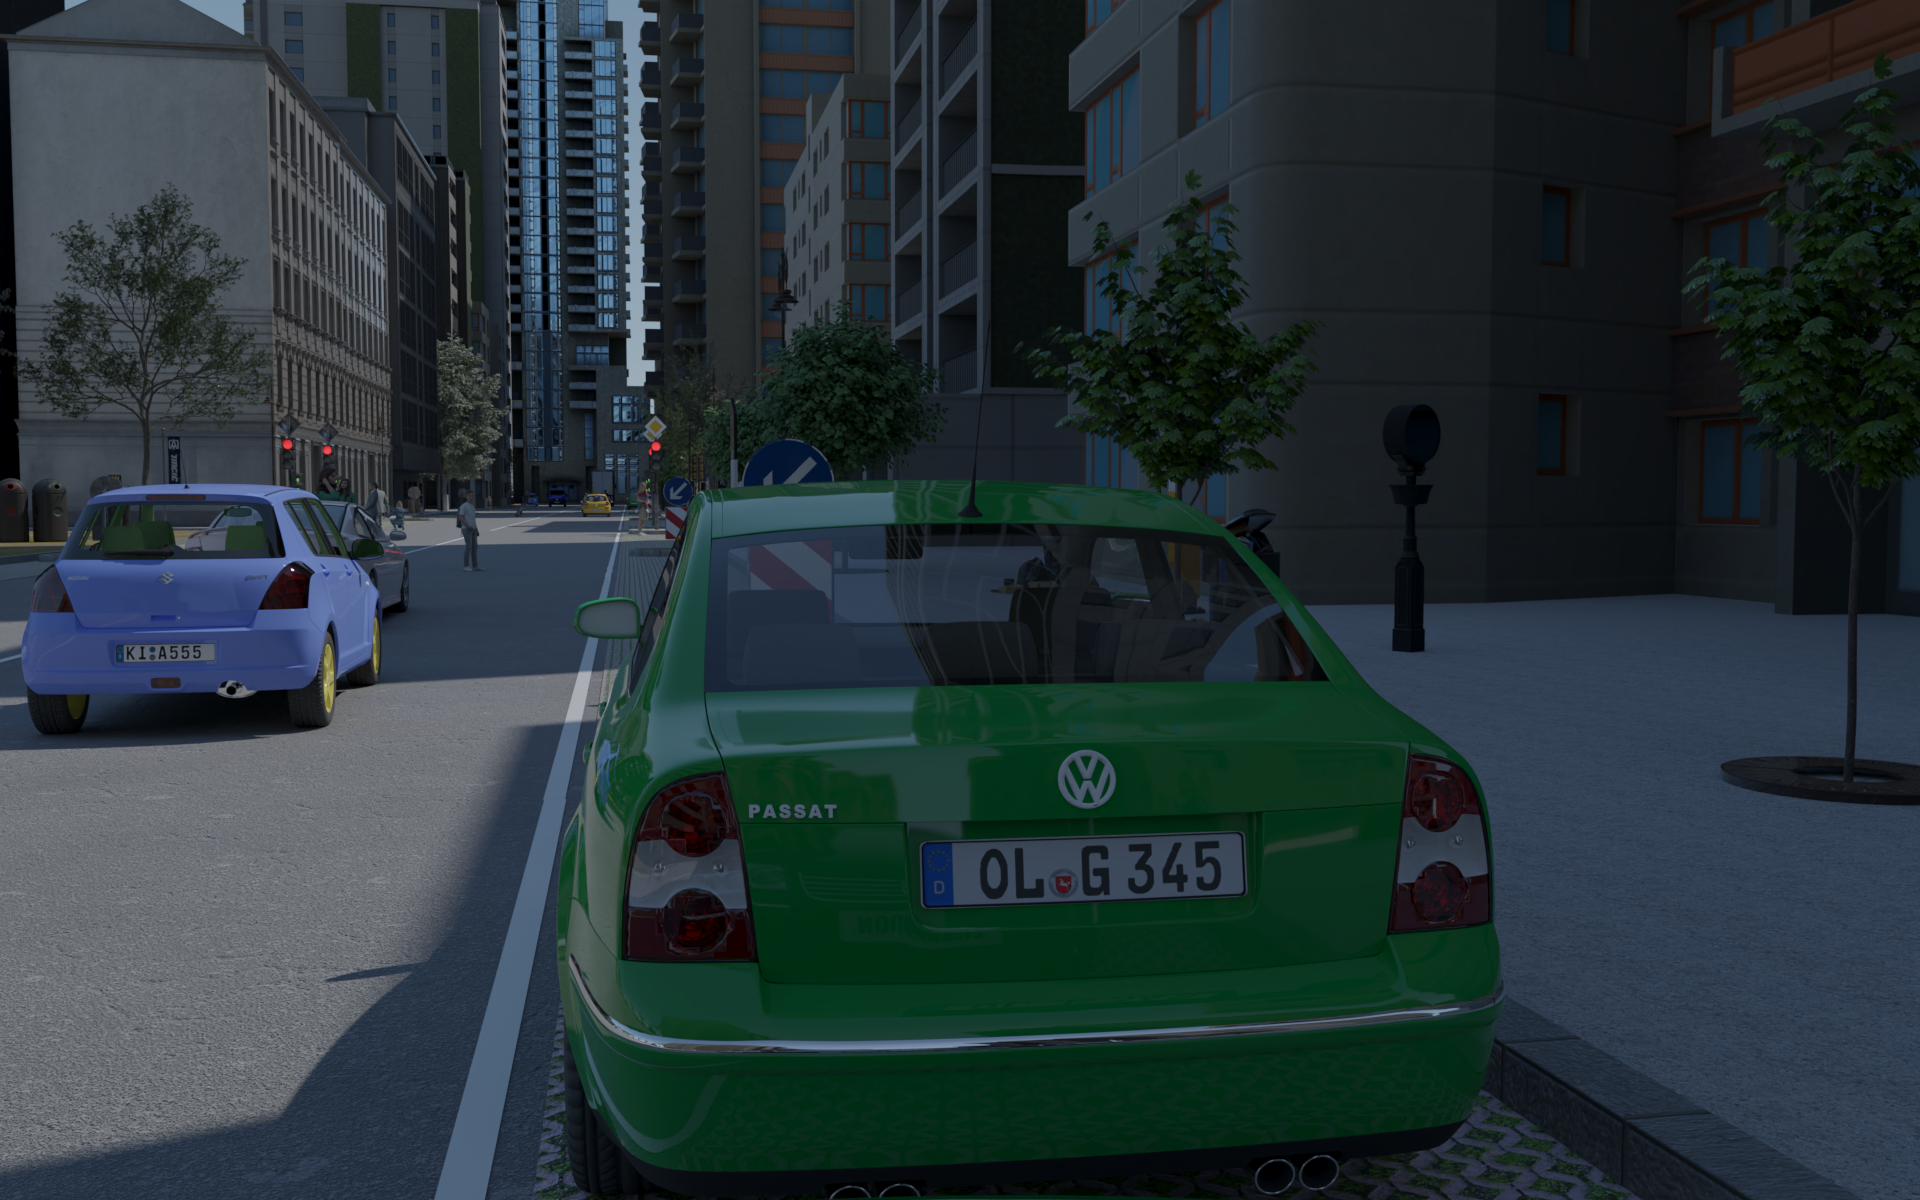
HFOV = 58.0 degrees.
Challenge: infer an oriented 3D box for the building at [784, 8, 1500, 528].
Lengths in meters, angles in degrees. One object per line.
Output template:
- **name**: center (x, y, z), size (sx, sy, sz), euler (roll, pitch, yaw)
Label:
- **building**: center (6.829, -14.840, 87.670), size (28.899, 21.520, 27.650), euler (-1, 4, -11)

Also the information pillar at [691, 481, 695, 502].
- **information pillar**: center (-14.566, -5.484, 94.159), size (0.304, 2.012, 0.304), euler (-1, 4, -12)

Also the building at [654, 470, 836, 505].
- **building**: center (-26.742, -47.136, 208.930), size (20.563, 71.187, 20.611), euler (-1, 4, -11)

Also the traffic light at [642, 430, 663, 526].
- **traffic light**: center (-12.412, -4.954, 69.922), size (0.839, 4.253, 0.868), euler (-1, 4, -11)

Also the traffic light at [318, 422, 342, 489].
- **traffic light**: center (-24.599, -4.811, 67.580), size (0.839, 4.253, 0.868), euler (-1, 4, -11)

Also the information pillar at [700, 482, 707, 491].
- **information pillar**: center (-15.148, -5.980, 102.266), size (0.304, 2.012, 0.304), euler (1, 4, 10)

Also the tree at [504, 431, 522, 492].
- **tree**: center (-49.635, -14.523, 187.815), size (4.360, 8.622, 3.978), euler (0, 3, 0)

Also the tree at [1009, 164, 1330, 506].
- **tree**: center (1.408, -0.954, 10.206), size (1.663, 3.219, 1.824), euler (0, 3, 0)

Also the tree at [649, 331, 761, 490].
- **tree**: center (-11.134, -7.799, 77.870), size (4.360, 8.622, 3.978), euler (0, 3, 0)

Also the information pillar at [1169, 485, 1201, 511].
- **information pillar**: center (2.402, -1.654, 18.403), size (0.183, 3.616, 0.504), euler (3, 5, 43)

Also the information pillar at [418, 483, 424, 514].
- **information pillar**: center (-34.217, -6.448, 109.918), size (0.304, 2.012, 0.304), euler (-1, 4, -18)

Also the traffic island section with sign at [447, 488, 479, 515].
- **traffic island section with sign**: center (-34.172, -6.760, 119.151), size (1.989, 1.847, 2.006), euler (-1, 4, -11)

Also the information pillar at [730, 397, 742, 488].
- **information pillar**: center (-5.458, -3.088, 41.840), size (0.183, 3.616, 0.504), euler (-1, 4, -17)

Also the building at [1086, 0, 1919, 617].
- **building**: center (18.065, -10.481, 16.407), size (27.650, 21.520, 28.899), euler (-1, 4, -11)

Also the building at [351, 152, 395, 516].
- **building**: center (-36.684, -14.922, 93.126), size (9.793, 20.994, 18.267), euler (-1, 4, -11)

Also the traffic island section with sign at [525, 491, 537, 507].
- **traffic island section with sign**: center (-48.600, -11.366, 194.457), size (1.989, 1.847, 2.006), euler (-1, 4, -11)

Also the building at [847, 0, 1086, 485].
- **building**: center (7.538, -37.181, 46.168), size (20.563, 71.187, 20.611), euler (-1, 4, -11)

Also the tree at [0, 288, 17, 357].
- **tree**: center (-23.991, -5.462, 39.671), size (4.360, 8.622, 3.978), euler (0, 3, 0)

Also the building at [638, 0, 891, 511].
- **building**: center (-12.923, -29.144, 131.135), size (22.147, 44.769, 28.867), euler (-1, 4, -11)

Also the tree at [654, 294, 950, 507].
- **tree**: center (-1.974, -2.734, 28.413), size (4.285, 4.588, 4.351), euler (0, 3, 0)

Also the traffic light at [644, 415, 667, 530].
- **traffic light**: center (-10.909, -4.475, 62.079), size (0.839, 4.253, 0.868), euler (-1, 4, -11)

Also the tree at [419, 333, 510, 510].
- **tree**: center (-40.566, -14.000, 135.558), size (9.857, 13.997, 8.962), euler (0, 3, 0)

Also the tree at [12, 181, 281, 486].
- **tree**: center (-23.762, -7.127, 50.933), size (7.601, 10.594, 8.767), euler (-3, 5, -40)

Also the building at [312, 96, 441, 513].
- **building**: center (-42.707, -19.563, 113.362), size (14.314, 27.812, 24.014), euler (-1, 4, -11)

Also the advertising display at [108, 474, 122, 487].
- **advertising display**: center (-27.973, -3.190, 57.366), size (0.123, 1.923, 0.974), euler (-1, 4, -8)

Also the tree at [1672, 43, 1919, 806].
- **tree**: center (4.046, -0.788, 7.491), size (1.663, 3.219, 1.824), euler (0, 3, 0)

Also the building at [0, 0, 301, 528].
- **building**: center (-33.043, -13.829, 75.258), size (9.793, 20.994, 18.267), euler (-1, 4, -11)

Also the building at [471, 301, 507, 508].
- **building**: center (-59.161, -19.706, 167.226), size (27.650, 21.520, 28.899), euler (-1, 4, -11)

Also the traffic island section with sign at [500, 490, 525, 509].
- **traffic island section with sign**: center (-43.522, -9.746, 167.982), size (1.989, 1.847, 2.006), euler (-1, 4, -11)

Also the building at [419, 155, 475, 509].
- **building**: center (-49.102, -22.924, 146.503), size (14.160, 30.474, 14.107), euler (-1, 4, -11)

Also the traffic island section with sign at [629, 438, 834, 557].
- **traffic island section with sign**: center (-1.468, -0.275, 13.128), size (1.989, 1.847, 2.006), euler (-1, 4, -11)

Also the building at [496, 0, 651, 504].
- **building**: center (-57.762, -56.272, 232.712), size (31.000, 86.520, 22.319), euler (-1, 4, -11)

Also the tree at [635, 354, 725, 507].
- **tree**: center (-14.457, -8.558, 90.283), size (4.737, 8.622, 4.395), euler (0, 3, 0)

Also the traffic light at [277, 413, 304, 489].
- **traffic light**: center (-23.097, -4.331, 59.737), size (0.839, 4.253, 0.868), euler (-1, 4, -11)

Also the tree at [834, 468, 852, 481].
- **tree**: center (-3.294, -2.887, 41.796), size (1.663, 3.219, 1.824), euler (0, 3, 0)

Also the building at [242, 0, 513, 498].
- **building**: center (-67.264, -40.360, 201.891), size (28.212, 58.520, 21.231), euler (-1, 4, -11)

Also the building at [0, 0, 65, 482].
- **building**: center (-45.767, -14.633, 68.922), size (15.834, 23.373, 12.332), euler (-1, 4, -11)

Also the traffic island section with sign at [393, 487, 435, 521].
- **traffic island section with sign**: center (-28.973, -5.101, 92.021), size (1.989, 1.847, 2.006), euler (-1, 4, -11)

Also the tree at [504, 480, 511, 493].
- **tree**: center (-51.251, -12.227, 194.508), size (1.663, 3.219, 1.824), euler (0, 3, 0)

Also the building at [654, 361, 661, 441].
- **building**: center (-28.096, -24.346, 243.091), size (28.899, 21.520, 27.650), euler (-1, 4, -11)
